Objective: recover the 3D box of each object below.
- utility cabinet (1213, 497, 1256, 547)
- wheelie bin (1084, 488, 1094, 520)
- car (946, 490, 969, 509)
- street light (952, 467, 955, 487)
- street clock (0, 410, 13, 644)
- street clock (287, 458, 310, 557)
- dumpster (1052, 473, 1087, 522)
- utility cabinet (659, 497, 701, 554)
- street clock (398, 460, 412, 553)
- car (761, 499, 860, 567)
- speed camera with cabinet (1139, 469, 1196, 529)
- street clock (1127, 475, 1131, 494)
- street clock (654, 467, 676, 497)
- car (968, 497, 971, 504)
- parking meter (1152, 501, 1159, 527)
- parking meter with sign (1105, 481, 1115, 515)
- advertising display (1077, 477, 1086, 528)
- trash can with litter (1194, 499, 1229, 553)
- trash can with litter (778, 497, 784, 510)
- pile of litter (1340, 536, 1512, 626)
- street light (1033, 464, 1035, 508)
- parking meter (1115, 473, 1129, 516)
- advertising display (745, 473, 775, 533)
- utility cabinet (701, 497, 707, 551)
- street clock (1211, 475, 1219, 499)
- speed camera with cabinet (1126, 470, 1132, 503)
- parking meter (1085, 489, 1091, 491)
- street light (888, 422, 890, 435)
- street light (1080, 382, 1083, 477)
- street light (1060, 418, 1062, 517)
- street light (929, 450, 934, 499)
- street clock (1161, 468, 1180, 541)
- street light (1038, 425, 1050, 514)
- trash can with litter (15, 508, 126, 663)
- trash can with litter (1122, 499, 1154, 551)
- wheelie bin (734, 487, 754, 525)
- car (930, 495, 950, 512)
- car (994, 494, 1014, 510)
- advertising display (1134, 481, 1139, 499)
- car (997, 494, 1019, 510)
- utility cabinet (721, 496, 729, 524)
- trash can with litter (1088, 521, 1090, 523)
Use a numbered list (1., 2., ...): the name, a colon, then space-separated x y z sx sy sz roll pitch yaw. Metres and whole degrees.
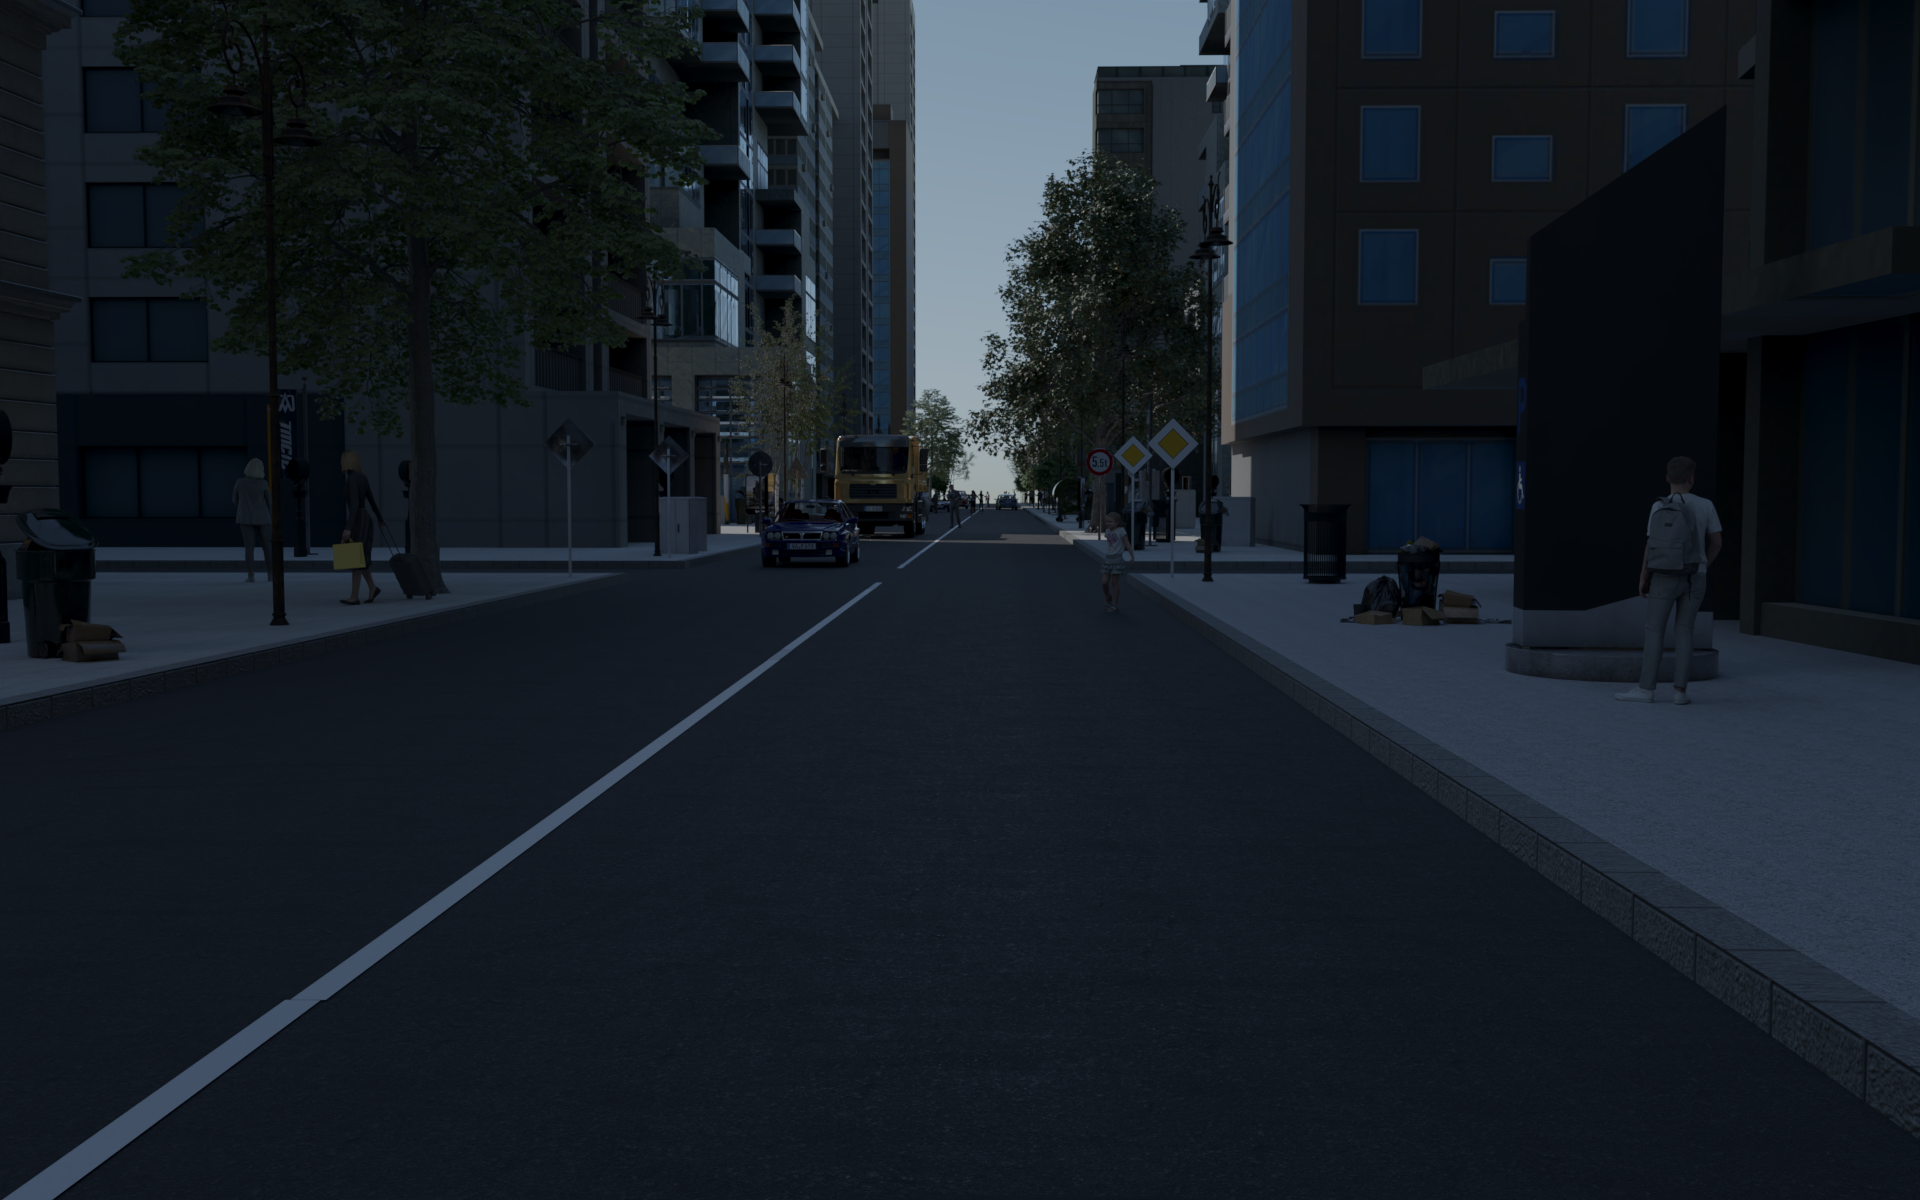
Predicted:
1. utility cabinet: 6.715 -1.912 42.420 1.020 1.237 0.306 2 4 33
2. wheelie bin: 6.287 -4.705 84.841 0.693 1.594 0.980 1 4 8
3. car: -0.198 -9.860 169.890 2.281 1.827 5.304 0 4 0
4. street light: -0.937 -17.481 258.596 0.468 5.910 1.993 0 4 1
5. street clock: -8.298 -0.627 14.829 0.471 2.002 0.358 3 5 41
6. street clock: -13.436 -1.875 35.222 0.471 2.002 0.358 3 4 38
7. dumpster: 5.006 -4.690 79.180 1.502 2.255 1.985 0 4 1
8. utility cabinet: -6.114 -1.600 37.320 1.020 1.237 0.306 2 4 35
9. street clock: -11.756 -1.986 37.049 0.358 2.002 0.471 1 4 23
10. car: -3.015 -1.391 35.315 1.945 1.354 3.894 0 4 1
11. speed camera with cabinet: 7.700 -4.283 64.366 2.038 3.252 0.660 0 4 -6
12. street clock: 6.132 -3.671 64.585 0.471 2.002 0.358 3 5 44
13. street clock: -6.875 -2.192 40.402 0.471 2.002 0.358 0 3 0
14. car: 0.832 -12.226 212.467 1.945 1.354 3.894 0 4 2
15. parking meter: 7.549 -3.772 67.379 0.255 1.863 0.399 -2 4 -24
16. parking meter with sign: 9.030 -6.654 105.062 1.738 3.016 0.543 -3 5 -43
17. advertising display: 4.556 -3.652 64.929 0.123 1.923 0.974 1 4 14
18. trash can with litter: 5.516 -1.631 38.049 0.624 1.170 1.055 1 4 20
19. trash can with litter: -7.972 -3.896 75.092 0.624 1.170 1.055 -1 4 -10
20. pile of litter: 4.689 -0.205 17.312 1.719 0.858 1.176 1 4 15
21. street light: 6.489 -10.390 142.669 0.468 5.910 1.993 0 4 1
22. parking meter: 4.488 -2.588 48.021 0.255 1.863 0.399 2 4 29
23. advertising display: -6.588 -3.176 57.136 0.974 1.923 0.123 0 4 -1
24. utility cabinet: -6.101 -1.677 38.580 0.306 1.237 1.020 3 5 40
25. street clock: 9.635 -3.758 66.016 0.471 2.002 0.358 -3 4 -38
26. speed camera with cabinet: 9.455 -6.248 96.498 0.660 3.252 2.038 0 4 3
27. parking meter: 7.133 -5.356 95.977 0.372 1.533 0.369 0 3 0
28. street light: -4.542 -8.476 111.374 0.468 5.910 1.993 0 4 1
29. street light: 4.669 -5.730 66.473 0.468 5.910 1.993 0 4 1
30. street light: 5.104 -7.035 87.809 0.468 5.910 1.993 0 4 1
31. street light: -2.910 -12.464 176.570 0.468 5.910 1.993 0 4 1
32. street clock: 5.774 -2.629 47.556 0.471 2.002 0.358 -1 4 -20
33. street light: 5.873 -9.061 120.938 0.468 5.910 1.993 0 4 1
34. trash can with litter: -6.905 -0.133 13.566 1.055 1.170 0.624 2 4 35
35. trash can with litter: 3.893 -1.707 39.301 0.624 1.170 1.055 3 4 38
36. wheelie bin: -9.132 -3.985 73.069 0.693 1.594 0.980 1 4 18
37. car: -1.601 -7.692 138.337 1.945 1.354 3.894 0 3 0
38. car: 4.159 -9.209 160.791 2.015 1.641 3.980 0 4 1
39. advertising display: 8.815 -4.928 85.780 0.123 1.923 0.974 -1 4 -10
40. car: 4.309 -8.802 155.919 2.014 1.417 4.499 0 4 1
41. utility cabinet: -10.442 -3.867 74.388 1.020 1.237 0.306 2 4 25
42. trash can with litter: 6.543 -4.019 76.775 2.233 1.210 1.678 -1 4 -19
